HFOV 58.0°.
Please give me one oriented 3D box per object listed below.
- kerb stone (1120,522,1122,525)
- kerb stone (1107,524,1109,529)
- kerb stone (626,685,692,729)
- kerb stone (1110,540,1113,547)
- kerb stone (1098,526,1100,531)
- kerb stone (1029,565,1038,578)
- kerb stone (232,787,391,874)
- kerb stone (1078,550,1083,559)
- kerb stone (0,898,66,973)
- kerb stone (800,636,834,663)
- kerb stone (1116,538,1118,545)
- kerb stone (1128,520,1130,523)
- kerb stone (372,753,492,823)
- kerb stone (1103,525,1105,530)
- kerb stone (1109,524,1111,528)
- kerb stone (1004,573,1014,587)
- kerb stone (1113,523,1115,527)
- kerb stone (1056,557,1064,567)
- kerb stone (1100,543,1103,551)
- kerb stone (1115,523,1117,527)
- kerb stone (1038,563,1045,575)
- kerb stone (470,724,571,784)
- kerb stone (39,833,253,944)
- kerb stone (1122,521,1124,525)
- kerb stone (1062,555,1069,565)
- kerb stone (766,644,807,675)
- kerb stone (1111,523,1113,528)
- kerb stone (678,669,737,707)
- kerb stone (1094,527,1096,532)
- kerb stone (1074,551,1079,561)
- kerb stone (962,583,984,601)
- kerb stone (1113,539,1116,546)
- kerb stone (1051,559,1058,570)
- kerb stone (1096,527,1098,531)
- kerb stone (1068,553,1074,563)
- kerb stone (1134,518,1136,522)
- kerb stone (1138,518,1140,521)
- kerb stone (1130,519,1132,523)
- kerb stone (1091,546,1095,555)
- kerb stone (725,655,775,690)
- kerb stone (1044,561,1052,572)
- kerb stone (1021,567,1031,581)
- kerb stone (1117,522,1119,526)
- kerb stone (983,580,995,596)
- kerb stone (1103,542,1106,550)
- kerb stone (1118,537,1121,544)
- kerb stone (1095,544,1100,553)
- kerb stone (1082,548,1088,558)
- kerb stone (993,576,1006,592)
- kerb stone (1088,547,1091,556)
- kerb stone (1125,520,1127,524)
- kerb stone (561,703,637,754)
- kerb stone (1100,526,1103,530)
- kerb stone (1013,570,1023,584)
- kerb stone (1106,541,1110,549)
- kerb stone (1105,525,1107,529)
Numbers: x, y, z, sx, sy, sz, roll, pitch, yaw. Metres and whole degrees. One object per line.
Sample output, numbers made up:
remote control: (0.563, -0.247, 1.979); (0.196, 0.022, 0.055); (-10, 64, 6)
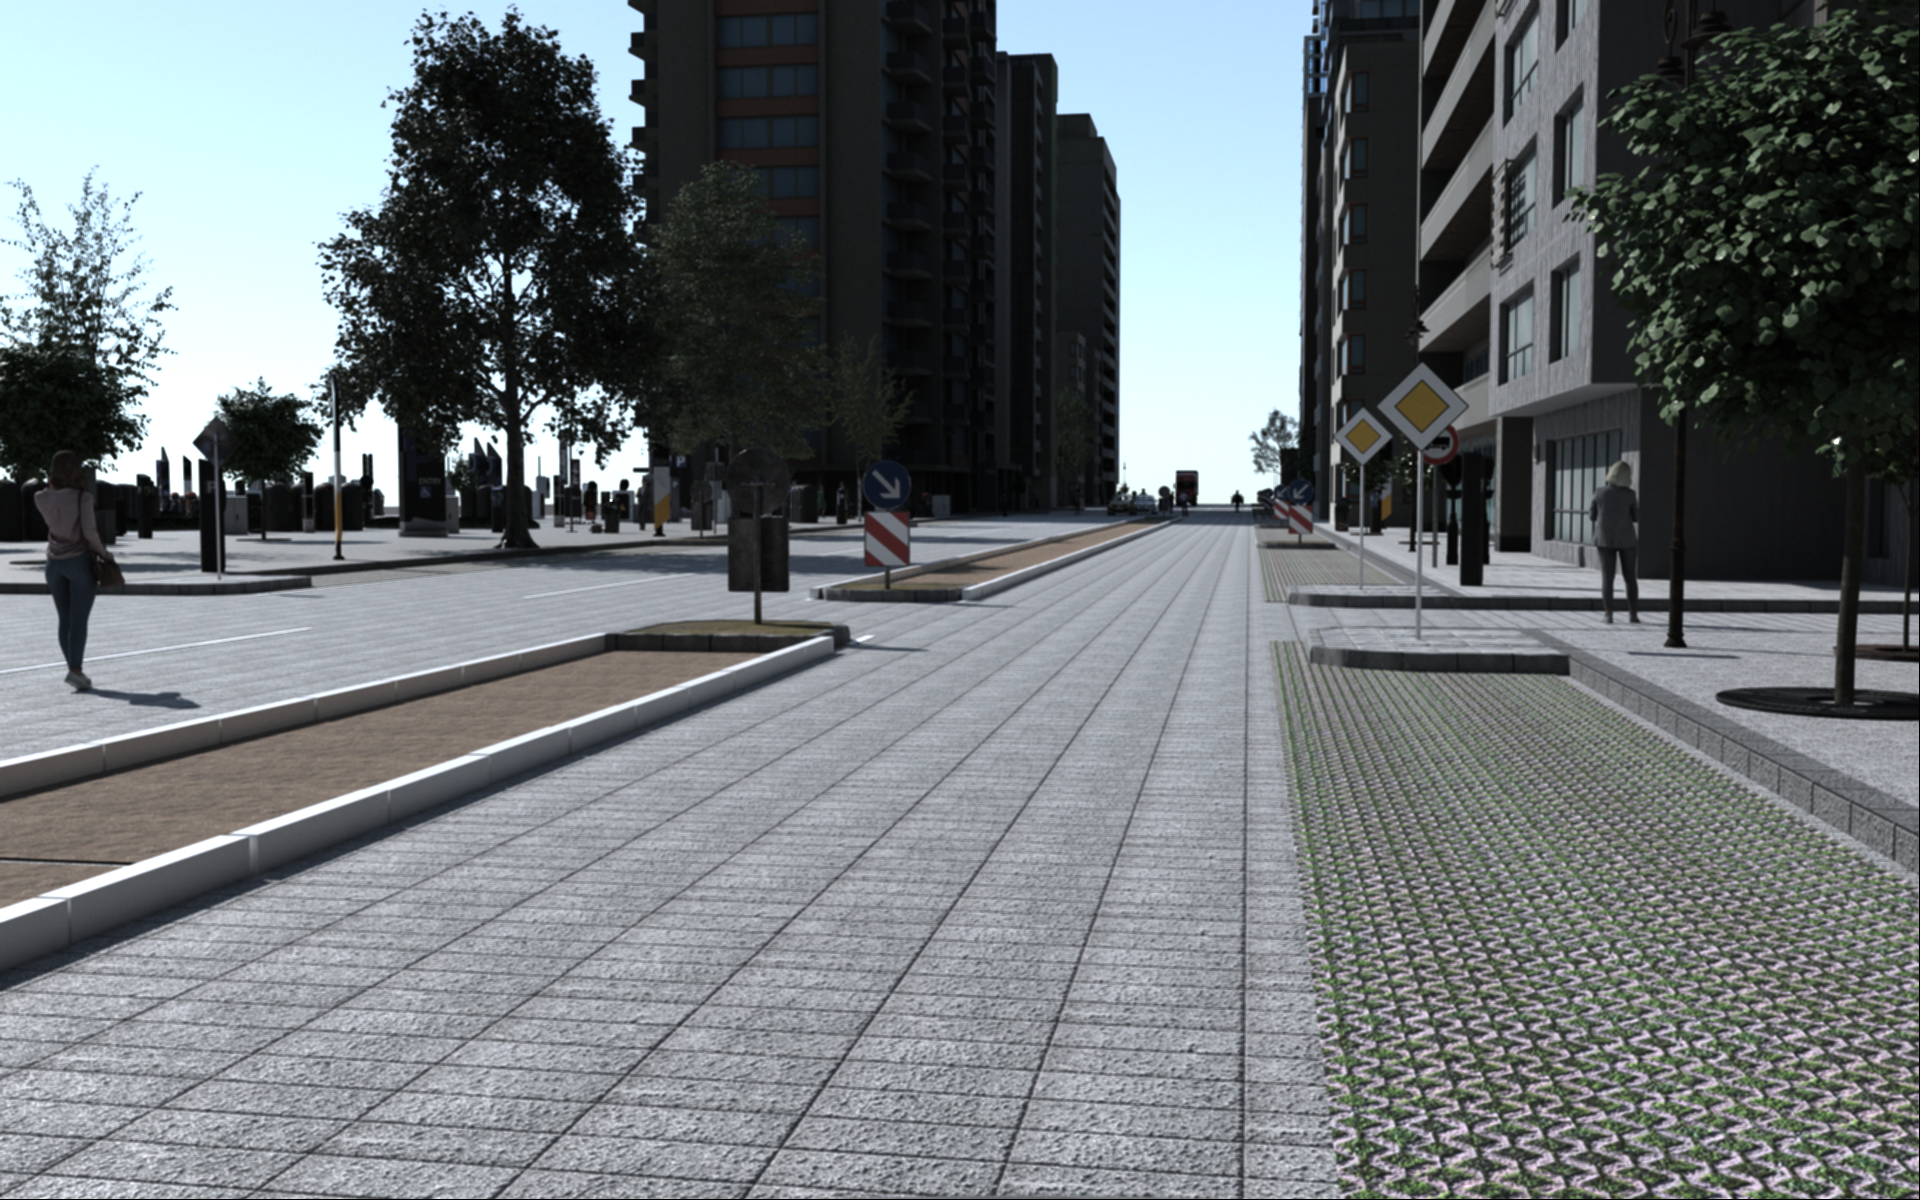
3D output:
kerb stone: (7.059, -3.392, 77.660); (0.120, 0.150, 1.000); (1, 4, 9)
kerb stone: (5.876, -2.954, 70.585); (0.120, 0.150, 1.000); (1, 4, 9)
kerb stone: (-1.949, 0.687, 11.068); (0.120, 0.150, 1.000); (1, 4, 9)
kerb stone: (3.894, -1.455, 45.978); (0.120, 0.150, 1.000); (1, 4, 9)
kerb stone: (5.198, -2.710, 66.542); (0.120, 0.150, 1.000); (1, 4, 9)
kerb stone: (1.183, -0.466, 29.812); (0.120, 0.150, 1.000); (1, 4, 9)
kerb stone: (-2.621, 0.928, 7.028); (0.120, 0.150, 1.000); (1, 4, 9)
kerb stone: (2.539, -0.959, 37.895); (0.120, 0.150, 1.000); (1, 4, 9)
kerb stone: (-2.964, 1.052, 5.000); (0.120, 0.150, 1.000); (1, 4, 9)
kerb stone: (-1.280, 0.435, 15.123); (0.120, 0.150, 1.000); (1, 4, 9)
kerb stone: (4.223, -1.574, 47.996); (0.120, 0.150, 1.000); (1, 4, 9)
kerb stone: (7.898, -3.701, 82.714); (0.120, 0.150, 1.000); (1, 4, 9)
kerb stone: (-2.456, 0.870, 8.037); (0.120, 0.150, 1.000); (1, 4, 9)
kerb stone: (5.545, -2.836, 68.567); (0.120, 0.150, 1.000); (1, 4, 9)
kerb stone: (6.042, -3.019, 71.593); (0.120, 0.150, 1.000); (1, 4, 9)
kerb stone: (0.674, -0.280, 26.777); (0.120, 0.150, 1.000); (1, 4, 9)
kerb stone: (6.389, -3.142, 73.608); (0.120, 0.150, 1.000); (1, 4, 9)
kerb stone: (1.862, -0.707, 33.851); (0.120, 0.150, 1.000); (1, 4, 9)
kerb stone: (3.380, -1.263, 42.946); (0.120, 0.150, 1.000); (1, 4, 9)
kerb stone: (6.550, -3.205, 74.617); (0.120, 0.150, 1.000); (1, 4, 9)
kerb stone: (1.345, -0.528, 30.822); (0.120, 0.150, 1.000); (1, 4, 9)
kerb stone: (-2.294, 0.804, 9.046); (0.120, 0.150, 1.000); (1, 4, 9)
kerb stone: (-2.803, 0.990, 6.010); (0.120, 0.150, 1.000); (1, 4, 9)
kerb stone: (7.229, -3.447, 78.669); (0.120, 0.150, 1.000); (1, 4, 9)
kerb stone: (2.031, -0.774, 34.858); (0.120, 0.150, 1.000); (1, 4, 9)
kerb stone: (-1.448, 0.495, 14.102); (0.120, 0.150, 1.000); (1, 4, 9)
kerb stone: (6.208, -3.083, 72.602); (0.120, 0.150, 1.000); (1, 4, 9)
kerb stone: (-1.781, 0.623, 12.082); (0.120, 0.150, 1.000); (1, 4, 9)
kerb stone: (4.859, -2.589, 64.521); (0.120, 0.150, 1.000); (1, 4, 9)
kerb stone: (2.369, -0.899, 36.887); (0.120, 0.150, 1.000); (1, 4, 9)
kerb stone: (0.165, -0.095, 23.750); (0.120, 0.150, 1.000); (1, 4, 9)
kerb stone: (4.059, -1.516, 46.987); (0.120, 0.150, 1.000); (1, 4, 9)
kerb stone: (1.689, -0.650, 32.839); (0.120, 0.150, 1.000); (1, 4, 9)
kerb stone: (5.034, -2.647, 65.528); (0.120, 0.150, 1.000); (1, 4, 9)
kerb stone: (2.197, -0.835, 35.870); (0.120, 0.150, 1.000); (1, 4, 9)
kerb stone: (8.578, -3.949, 86.763); (0.120, 0.150, 1.000); (1, 4, 9)
kerb stone: (9.086, -4.134, 89.792); (0.120, 0.150, 1.000); (1, 4, 9)
kerb stone: (8.076, -3.758, 83.724); (0.120, 0.150, 1.000); (1, 4, 9)
kerb stone: (3.036, -1.146, 40.927); (0.120, 0.150, 1.000); (1, 4, 9)
kerb stone: (-1.612, 0.558, 13.093); (0.120, 0.150, 1.000); (1, 4, 9)
kerb stone: (1.522, -0.584, 31.831); (0.120, 0.150, 1.000); (1, 4, 9)
kerb stone: (1.010, -0.404, 28.805); (0.120, 0.150, 1.000); (1, 4, 9)
kerb stone: (6.720, -3.268, 75.628); (0.120, 0.150, 1.000); (1, 4, 9)
kerb stone: (0.339, -0.157, 24.757); (0.120, 0.150, 1.000); (1, 4, 9)
kerb stone: (3.551, -1.328, 43.964); (0.120, 0.150, 1.000); (1, 4, 9)
kerb stone: (4.395, -1.640, 49.014); (0.120, 0.150, 1.000); (1, 4, 9)
kerb stone: (3.214, -1.207, 41.937); (0.120, 0.150, 1.000); (1, 4, 9)
kerb stone: (2.705, -1.022, 38.903); (0.120, 0.150, 1.000); (1, 4, 9)
kerb stone: (0.514, -0.216, 25.768); (0.120, 0.150, 1.000); (1, 4, 9)
kerb stone: (2.867, -1.084, 39.913); (0.120, 0.150, 1.000); (1, 4, 9)
kerb stone: (7.567, -3.574, 80.697); (0.120, 0.150, 1.000); (1, 4, 9)
kerb stone: (-2.120, 0.746, 10.054); (0.120, 0.150, 1.000); (1, 4, 9)
kerb stone: (5.373, -2.774, 67.556); (0.120, 0.150, 1.000); (1, 4, 9)
kerb stone: (0.843, -0.341, 27.790); (0.120, 0.150, 1.000); (1, 4, 9)
kerb stone: (3.717, -1.390, 44.972); (0.120, 0.150, 1.000); (1, 4, 9)
kerb stone: (5.709, -2.898, 69.576); (0.120, 0.150, 1.000); (1, 4, 9)
